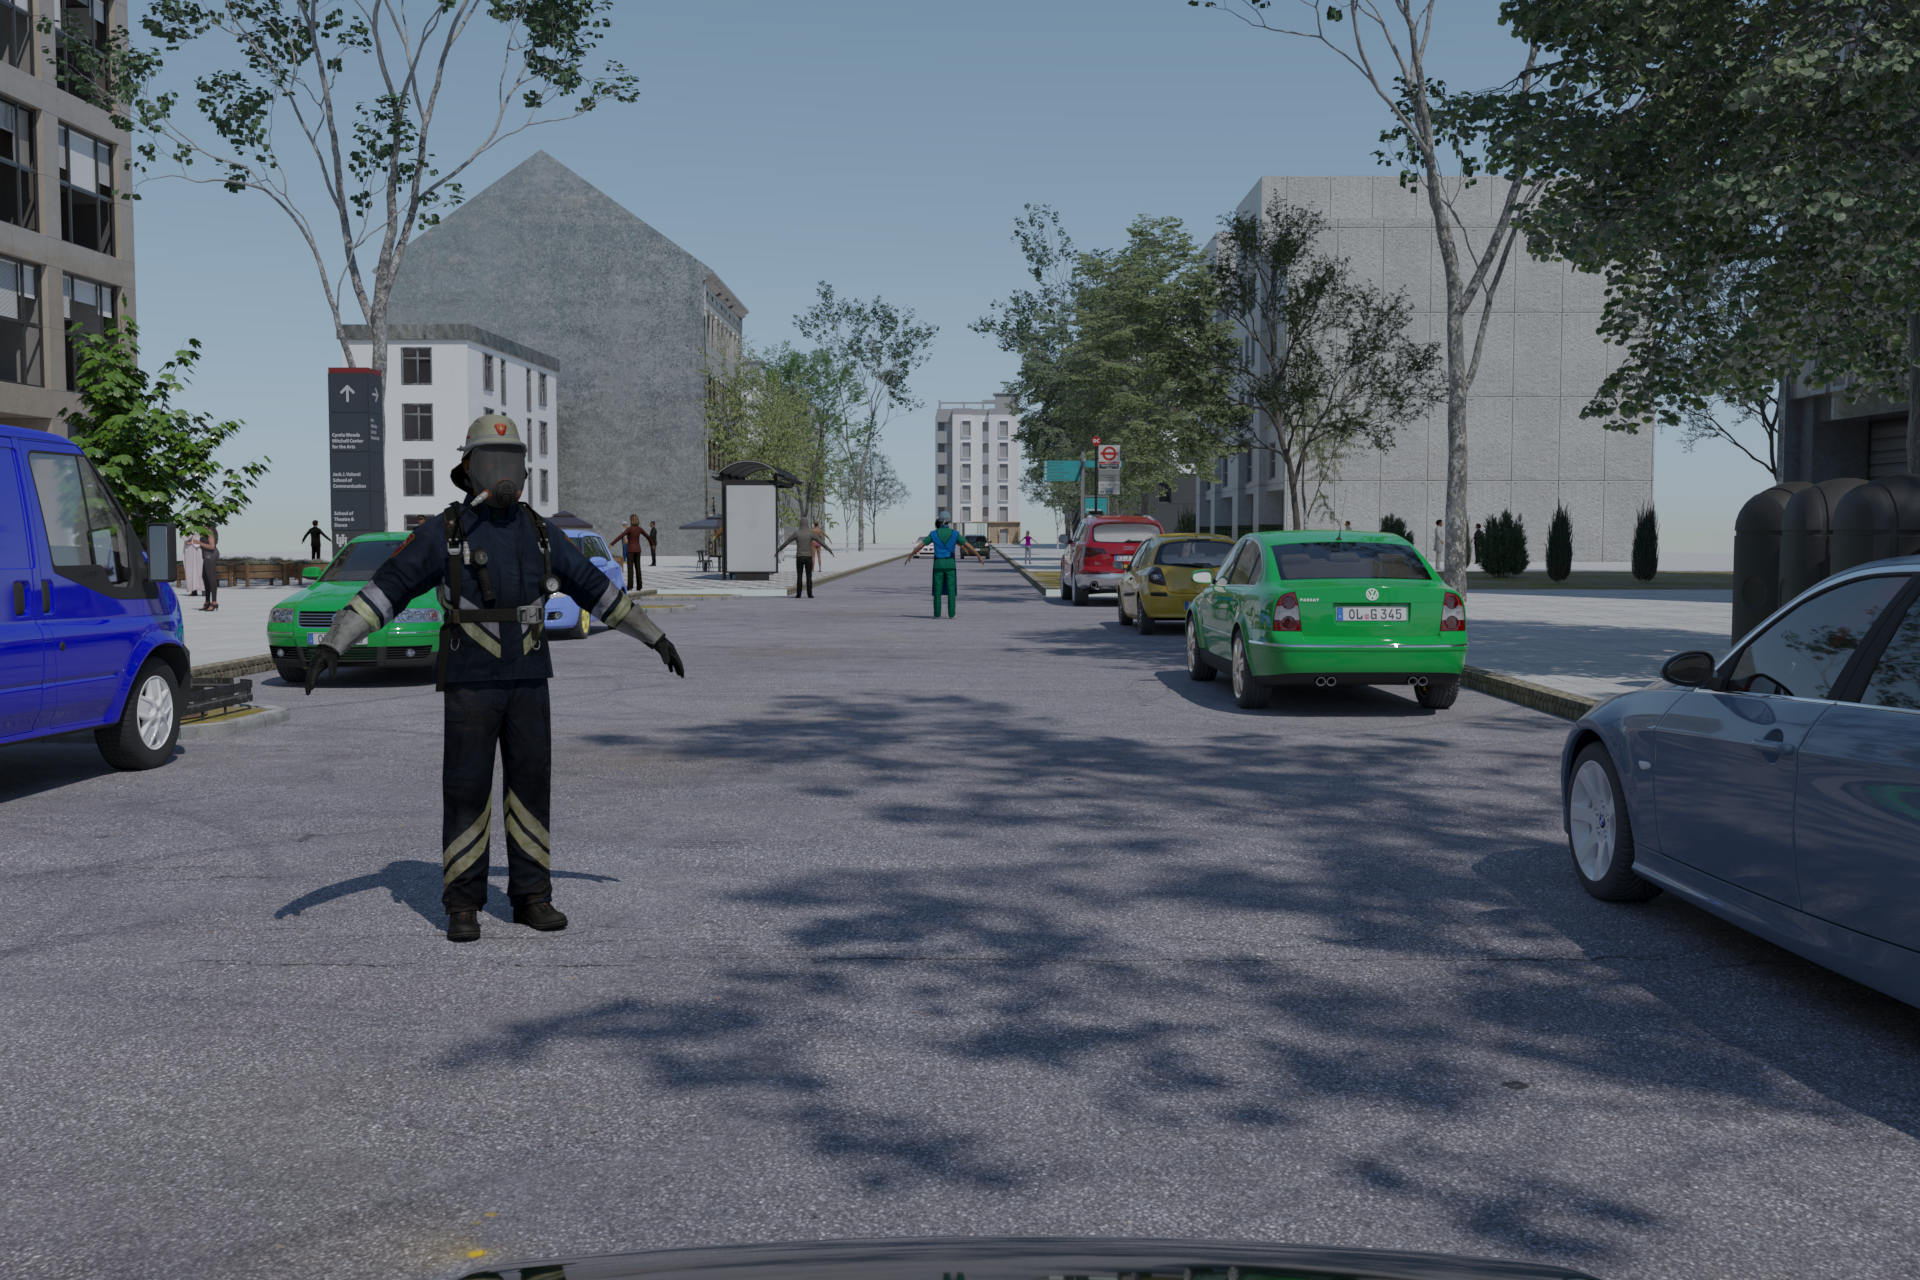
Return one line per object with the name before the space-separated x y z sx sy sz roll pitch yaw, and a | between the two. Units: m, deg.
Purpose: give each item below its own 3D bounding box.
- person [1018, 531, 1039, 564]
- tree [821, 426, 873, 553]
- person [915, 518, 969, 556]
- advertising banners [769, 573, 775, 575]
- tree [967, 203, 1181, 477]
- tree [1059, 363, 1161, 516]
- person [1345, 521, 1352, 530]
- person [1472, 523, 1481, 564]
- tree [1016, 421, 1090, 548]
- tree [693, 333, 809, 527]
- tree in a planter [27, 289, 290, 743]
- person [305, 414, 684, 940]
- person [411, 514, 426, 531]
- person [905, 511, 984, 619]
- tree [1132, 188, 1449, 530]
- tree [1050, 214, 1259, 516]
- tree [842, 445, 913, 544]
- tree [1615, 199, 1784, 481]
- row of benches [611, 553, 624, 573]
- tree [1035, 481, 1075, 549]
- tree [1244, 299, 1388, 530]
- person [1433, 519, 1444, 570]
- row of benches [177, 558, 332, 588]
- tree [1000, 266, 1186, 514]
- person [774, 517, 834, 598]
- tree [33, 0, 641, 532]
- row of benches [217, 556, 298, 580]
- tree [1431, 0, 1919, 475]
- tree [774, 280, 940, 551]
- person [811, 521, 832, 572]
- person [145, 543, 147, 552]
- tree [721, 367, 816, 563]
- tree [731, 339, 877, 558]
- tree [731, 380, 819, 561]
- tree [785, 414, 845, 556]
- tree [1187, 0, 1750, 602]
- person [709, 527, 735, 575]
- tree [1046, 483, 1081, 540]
person | 2.913 -3.937 73.636 0.991 1.433 0.599 2 4 25
tree | -7.634 -10.258 118.076 4.360 8.622 3.978 0 3 0
person | -0.464 -2.118 43.231 1.345 1.843 0.704 1 4 8
advertising banners | -5.980 -3.609 55.195 0.090 3.025 2.074 0 4 2
tree | 5.821 -15.015 101.386 12.611 20.169 13.585 0 3 0
tree | 6.808 -7.421 71.702 4.360 8.622 3.978 0 3 0
person | 14.709 -3.643 65.841 0.705 1.796 1.348 3 4 36
person | 22.152 -4.139 74.397 0.721 1.740 1.216 2 4 31
tree | 7.644 -11.852 128.199 7.601 10.594 8.767 0 4 1
tree | -7.894 -6.923 63.560 4.737 8.622 4.395 0 3 0
tree in a planter | -6.159 -0.951 12.770 1.991 3.239 1.994 0 4 1
person | -1.656 0.124 6.213 1.354 1.856 0.705 -2 4 -32
person | -15.236 -2.636 49.027 1.347 1.837 0.705 0 4 -2
person | -0.262 -1.263 29.235 1.347 1.817 0.704 0 4 -2
tree | 9.027 -6.836 46.183 8.767 10.594 7.601 0 4 -4
tree | 6.884 -8.771 61.540 7.486 12.596 7.792 0 3 0
tree | -11.584 -19.586 230.602 12.009 13.543 11.850 0 3 0
tree | 25.368 -8.715 52.867 12.009 13.543 11.850 0 3 0
row of benches | -12.860 -2.506 56.430 4.104 0.672 1.422 -2 4 -31
tree | 8.307 -11.931 145.432 4.360 8.622 3.978 0 3 0
tree | 10.501 -6.311 53.543 4.360 8.622 3.978 0 3 0
person | 17.162 -3.411 61.951 0.705 1.806 1.347 1 4 13
row of benches | -17.266 -1.676 42.867 1.422 0.672 4.104 3 4 37
tree | 6.698 -10.833 83.771 9.857 13.997 8.962 0 3 0
person | -3.478 -1.840 38.667 1.348 1.813 0.705 0 4 -4
tree | -12.577 -11.081 37.059 12.611 20.169 13.585 0 3 0
row of benches | -20.474 -2.068 49.269 4.104 0.672 1.422 2 4 30
tree | 8.975 -6.666 15.650 9.857 13.997 8.962 0 3 0
tree | -7.952 -16.722 129.298 12.611 20.169 13.585 0 3 0
person | -4.914 -3.187 58.909 1.217 1.733 0.721 -2 4 -23
person | -20.730 -2.329 44.213 1.346 1.812 0.704 1 4 21
tree | -8.076 -7.666 75.707 4.737 8.622 4.395 0 3 0
tree | -8.260 -10.151 91.718 9.928 11.665 9.643 0 3 0
tree | -8.522 -8.043 81.867 4.737 8.622 4.395 0 3 0
tree | -8.518 -9.214 101.010 4.737 8.622 4.395 0 3 0
tree | 9.668 -10.700 30.837 12.611 20.169 13.585 0 3 0
person | -7.323 -2.988 54.620 1.354 1.858 0.705 -2 4 -30
tree | 7.553 -10.180 116.806 4.360 8.622 3.978 0 3 0
